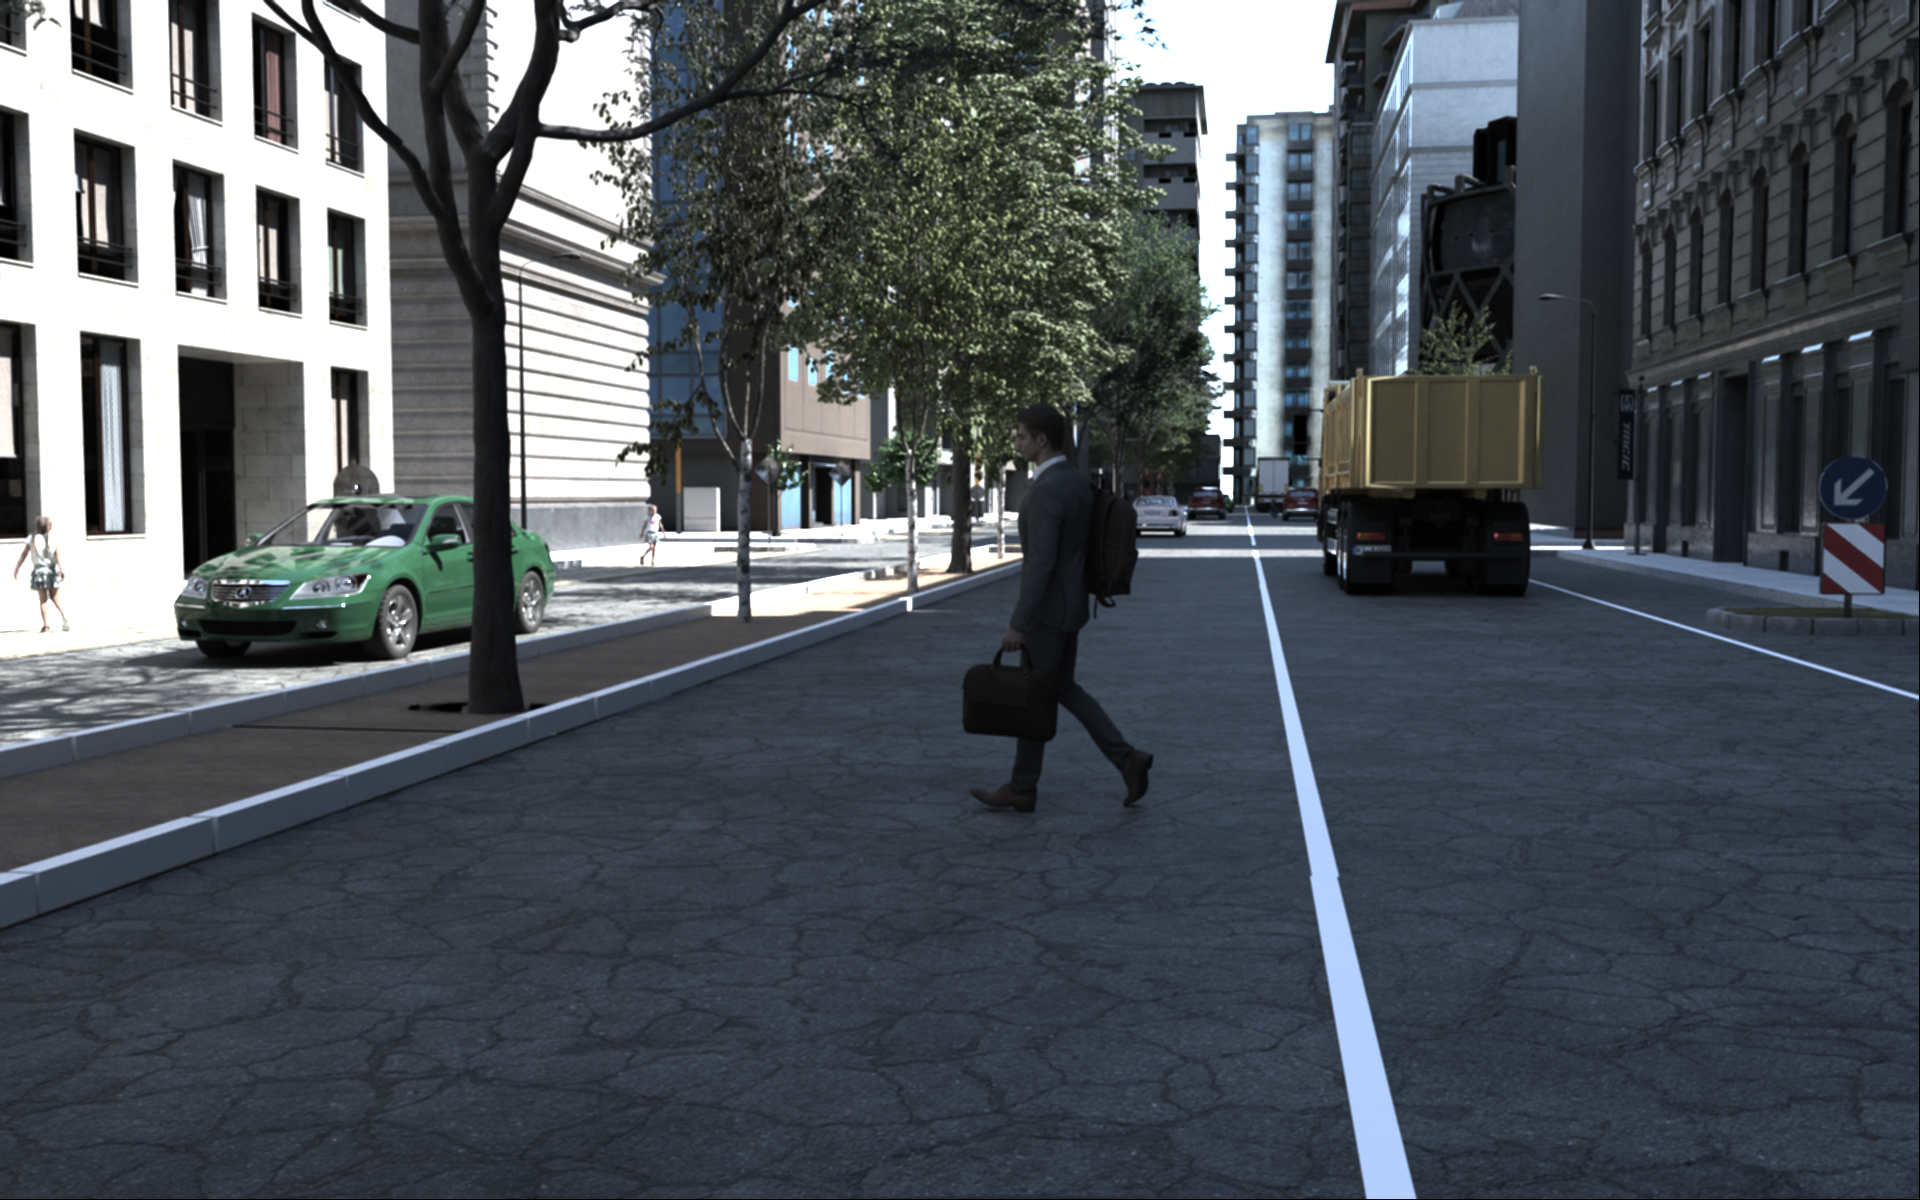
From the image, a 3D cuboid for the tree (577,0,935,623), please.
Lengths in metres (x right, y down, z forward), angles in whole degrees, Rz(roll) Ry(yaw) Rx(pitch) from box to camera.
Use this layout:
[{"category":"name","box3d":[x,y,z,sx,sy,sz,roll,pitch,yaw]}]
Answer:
[{"category":"tree","box3d":[-2.374,-4.062,19.228,4.360,8.622,3.978,0,3,0]}]

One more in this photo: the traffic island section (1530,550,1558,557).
[{"category":"traffic island section","box3d":[12.816,-1.137,40.873,2.009,0.180,2.903,1,4,9]}]

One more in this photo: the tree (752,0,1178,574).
[{"category":"tree","box3d":[-0.021,-6.769,31.250,7.486,12.596,7.792,0,3,0]}]

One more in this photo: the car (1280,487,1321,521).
[{"category":"car","box3d":[18.410,-5.173,93.257,2.281,1.827,5.304,1,4,10]}]

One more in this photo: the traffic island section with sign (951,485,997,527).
[{"category":"traffic island section with sign","box3d":[0.741,-4.112,75.863,1.989,1.847,2.006,1,4,9]}]

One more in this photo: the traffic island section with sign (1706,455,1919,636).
[{"category":"traffic island section with sign","box3d":[9.185,-0.608,18.572,1.989,1.847,2.006,1,4,9]}]

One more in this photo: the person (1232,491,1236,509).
[{"category":"person","box3d":[26.370,-9.601,166.196,0.721,1.743,1.217,1,4,15]}]

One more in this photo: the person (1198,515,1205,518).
[{"category":"person","box3d":[14.710,-5.902,105.205,0.606,1.804,0.583,-2,4,-29]}]

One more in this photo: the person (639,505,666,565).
[{"category":"person","box3d":[-6.171,-1.302,34.799,0.505,1.210,0.382,-3,4,-39]}]

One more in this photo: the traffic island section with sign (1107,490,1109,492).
[{"category":"traffic island section with sign","box3d":[13.272,-8.800,152.511,1.989,1.847,2.006,1,4,9]}]

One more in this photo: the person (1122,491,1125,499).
[{"category":"person","box3d":[14.789,-9.004,156.452,0.721,1.736,1.217,0,4,-5]}]

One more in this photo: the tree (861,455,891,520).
[{"category":"tree","box3d":[-4.211,-5.603,86.202,1.663,3.219,1.824,0,3,0]}]

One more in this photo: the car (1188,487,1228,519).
[{"category":"car","box3d":[14.248,-5.573,99.793,2.281,1.827,5.304,1,4,10]}]

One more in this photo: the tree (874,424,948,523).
[{"category":"tree","box3d":[-2.230,-5.773,78.109,4.285,4.588,4.351,0,3,0]}]

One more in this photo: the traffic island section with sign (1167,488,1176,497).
[{"category":"traffic island section with sign","box3d":[15.128,-7.109,124.375,2.006,1.907,1.989,1,4,9]}]

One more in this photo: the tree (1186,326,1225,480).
[{"category":"tree","box3d":[10.373,-10.594,93.804,7.486,12.596,7.792,0,3,0]}]

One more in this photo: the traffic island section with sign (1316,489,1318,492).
[{"category":"traffic island section with sign","box3d":[30.522,-8.597,149.181,1.989,1.847,2.006,1,4,9]}]

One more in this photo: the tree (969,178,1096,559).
[{"category":"tree","box3d":[0.912,-5.196,37.776,4.360,8.622,3.978,0,3,0]}]

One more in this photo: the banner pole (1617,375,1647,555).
[{"category":"banner pole","box3d":[14.123,-2.839,36.441,0.863,3.779,0.401,-2,4,-27]}]

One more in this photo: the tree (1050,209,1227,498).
[{"category":"tree","box3d":[5.817,-8.212,62.478,9.928,11.665,9.643,0,3,0]}]

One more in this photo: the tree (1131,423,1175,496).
[{"category":"tree","box3d":[11.573,-9.066,101.055,4.360,8.622,3.978,0,3,0]}]

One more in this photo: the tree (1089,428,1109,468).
[{"category":"tree","box3d":[13.729,-13.973,178.819,4.737,8.622,4.395,0,3,0]}]

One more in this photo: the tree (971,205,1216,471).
[{"category":"tree","box3d":[3.760,-7.157,53.881,8.767,10.594,7.601,1,4,9]}]

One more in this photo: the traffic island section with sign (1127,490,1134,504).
[{"category":"traffic island section with sign","box3d":[17.795,-10.495,180.214,1.989,1.847,2.006,1,4,9]}]

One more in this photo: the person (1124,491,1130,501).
[{"category":"person","box3d":[16.855,-10.129,174.833,0.721,1.735,1.217,-1,4,-18]}]

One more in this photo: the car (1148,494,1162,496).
[{"category":"car","box3d":[17.566,-8.933,155.837,2.009,1.686,4.222,1,4,8]}]

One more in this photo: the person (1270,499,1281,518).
[{"category":"person","box3d":[19.238,-5.590,105.390,0.738,1.151,1.012,3,4,38]}]

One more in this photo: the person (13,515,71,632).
[{"category":"person","box3d":[-9.440,-0.262,17.800,0.505,1.210,0.382,-2,4,-30]}]

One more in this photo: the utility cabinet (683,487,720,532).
[{"category":"utility cabinet","box3d":[-8.625,-3.009,57.875,1.173,1.500,0.318,1,4,11]}]

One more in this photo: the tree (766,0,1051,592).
[{"category":"tree","box3d":[-0.688,-4.396,24.686,4.737,8.622,4.395,0,3,0]}]

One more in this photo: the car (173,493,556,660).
[{"category":"car","box3d":[-5.496,-0.292,16.577,2.131,1.459,4.920,1,4,10]}]

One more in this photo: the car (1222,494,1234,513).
[{"category":"car","box3d":[19.906,-7.546,132.181,1.959,1.807,4.718,1,4,11]}]

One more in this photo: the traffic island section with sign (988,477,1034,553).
[{"category":"traffic island section with sign","box3d":[1.817,-2.127,42.906,2.006,1.907,1.989,1,4,9]}]

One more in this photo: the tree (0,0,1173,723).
[{"category":"tree","box3d":[-3.041,-5.993,10.809,12.009,13.543,11.850,0,3,0]}]

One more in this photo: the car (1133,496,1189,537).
[{"category":"car","box3d":[6.727,-2.858,59.093,2.083,1.381,4.827,1,4,10]}]

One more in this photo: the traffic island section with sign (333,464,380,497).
[{"category":"traffic island section with sign","box3d":[-8.020,-0.833,22.245,1.989,1.847,2.006,1,4,9]}]

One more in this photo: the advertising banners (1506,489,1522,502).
[{"category":"advertising banners","box3d":[15.515,-3.185,48.269,0.090,3.025,2.074,0,4,4]}]

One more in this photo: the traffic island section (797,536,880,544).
[{"category":"traffic island section","box3d":[-3.553,-1.795,51.633,2.009,0.180,2.903,1,4,9]}]

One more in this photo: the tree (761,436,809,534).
[{"category":"tree","box3d":[-5.920,-3.719,55.412,1.663,3.219,1.824,0,3,0]}]

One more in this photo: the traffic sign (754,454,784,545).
[{"category":"traffic sign","box3d":[-4.816,-2.449,43.686,0.795,2.450,0.064,1,4,9]}]

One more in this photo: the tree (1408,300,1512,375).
[{"category":"tree","box3d":[19.360,-7.126,66.879,4.737,8.622,4.395,0,3,0]}]

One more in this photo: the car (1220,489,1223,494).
[{"category":"car","box3d":[20.267,-7.954,138.721,2.281,1.827,5.304,1,4,8]}]

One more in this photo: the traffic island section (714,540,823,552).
[{"category":"traffic island section","box3d":[-4.841,-1.313,43.752,2.009,0.180,2.903,1,4,9]}]

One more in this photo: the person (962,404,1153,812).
[{"category":"person","box3d":[0.449,0.042,7.770,0.822,1.834,0.622,1,4,10]}]

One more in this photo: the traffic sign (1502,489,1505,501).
[{"category":"traffic sign","box3d":[12.792,-2.273,40.800,0.795,2.450,0.064,1,4,9]}]
